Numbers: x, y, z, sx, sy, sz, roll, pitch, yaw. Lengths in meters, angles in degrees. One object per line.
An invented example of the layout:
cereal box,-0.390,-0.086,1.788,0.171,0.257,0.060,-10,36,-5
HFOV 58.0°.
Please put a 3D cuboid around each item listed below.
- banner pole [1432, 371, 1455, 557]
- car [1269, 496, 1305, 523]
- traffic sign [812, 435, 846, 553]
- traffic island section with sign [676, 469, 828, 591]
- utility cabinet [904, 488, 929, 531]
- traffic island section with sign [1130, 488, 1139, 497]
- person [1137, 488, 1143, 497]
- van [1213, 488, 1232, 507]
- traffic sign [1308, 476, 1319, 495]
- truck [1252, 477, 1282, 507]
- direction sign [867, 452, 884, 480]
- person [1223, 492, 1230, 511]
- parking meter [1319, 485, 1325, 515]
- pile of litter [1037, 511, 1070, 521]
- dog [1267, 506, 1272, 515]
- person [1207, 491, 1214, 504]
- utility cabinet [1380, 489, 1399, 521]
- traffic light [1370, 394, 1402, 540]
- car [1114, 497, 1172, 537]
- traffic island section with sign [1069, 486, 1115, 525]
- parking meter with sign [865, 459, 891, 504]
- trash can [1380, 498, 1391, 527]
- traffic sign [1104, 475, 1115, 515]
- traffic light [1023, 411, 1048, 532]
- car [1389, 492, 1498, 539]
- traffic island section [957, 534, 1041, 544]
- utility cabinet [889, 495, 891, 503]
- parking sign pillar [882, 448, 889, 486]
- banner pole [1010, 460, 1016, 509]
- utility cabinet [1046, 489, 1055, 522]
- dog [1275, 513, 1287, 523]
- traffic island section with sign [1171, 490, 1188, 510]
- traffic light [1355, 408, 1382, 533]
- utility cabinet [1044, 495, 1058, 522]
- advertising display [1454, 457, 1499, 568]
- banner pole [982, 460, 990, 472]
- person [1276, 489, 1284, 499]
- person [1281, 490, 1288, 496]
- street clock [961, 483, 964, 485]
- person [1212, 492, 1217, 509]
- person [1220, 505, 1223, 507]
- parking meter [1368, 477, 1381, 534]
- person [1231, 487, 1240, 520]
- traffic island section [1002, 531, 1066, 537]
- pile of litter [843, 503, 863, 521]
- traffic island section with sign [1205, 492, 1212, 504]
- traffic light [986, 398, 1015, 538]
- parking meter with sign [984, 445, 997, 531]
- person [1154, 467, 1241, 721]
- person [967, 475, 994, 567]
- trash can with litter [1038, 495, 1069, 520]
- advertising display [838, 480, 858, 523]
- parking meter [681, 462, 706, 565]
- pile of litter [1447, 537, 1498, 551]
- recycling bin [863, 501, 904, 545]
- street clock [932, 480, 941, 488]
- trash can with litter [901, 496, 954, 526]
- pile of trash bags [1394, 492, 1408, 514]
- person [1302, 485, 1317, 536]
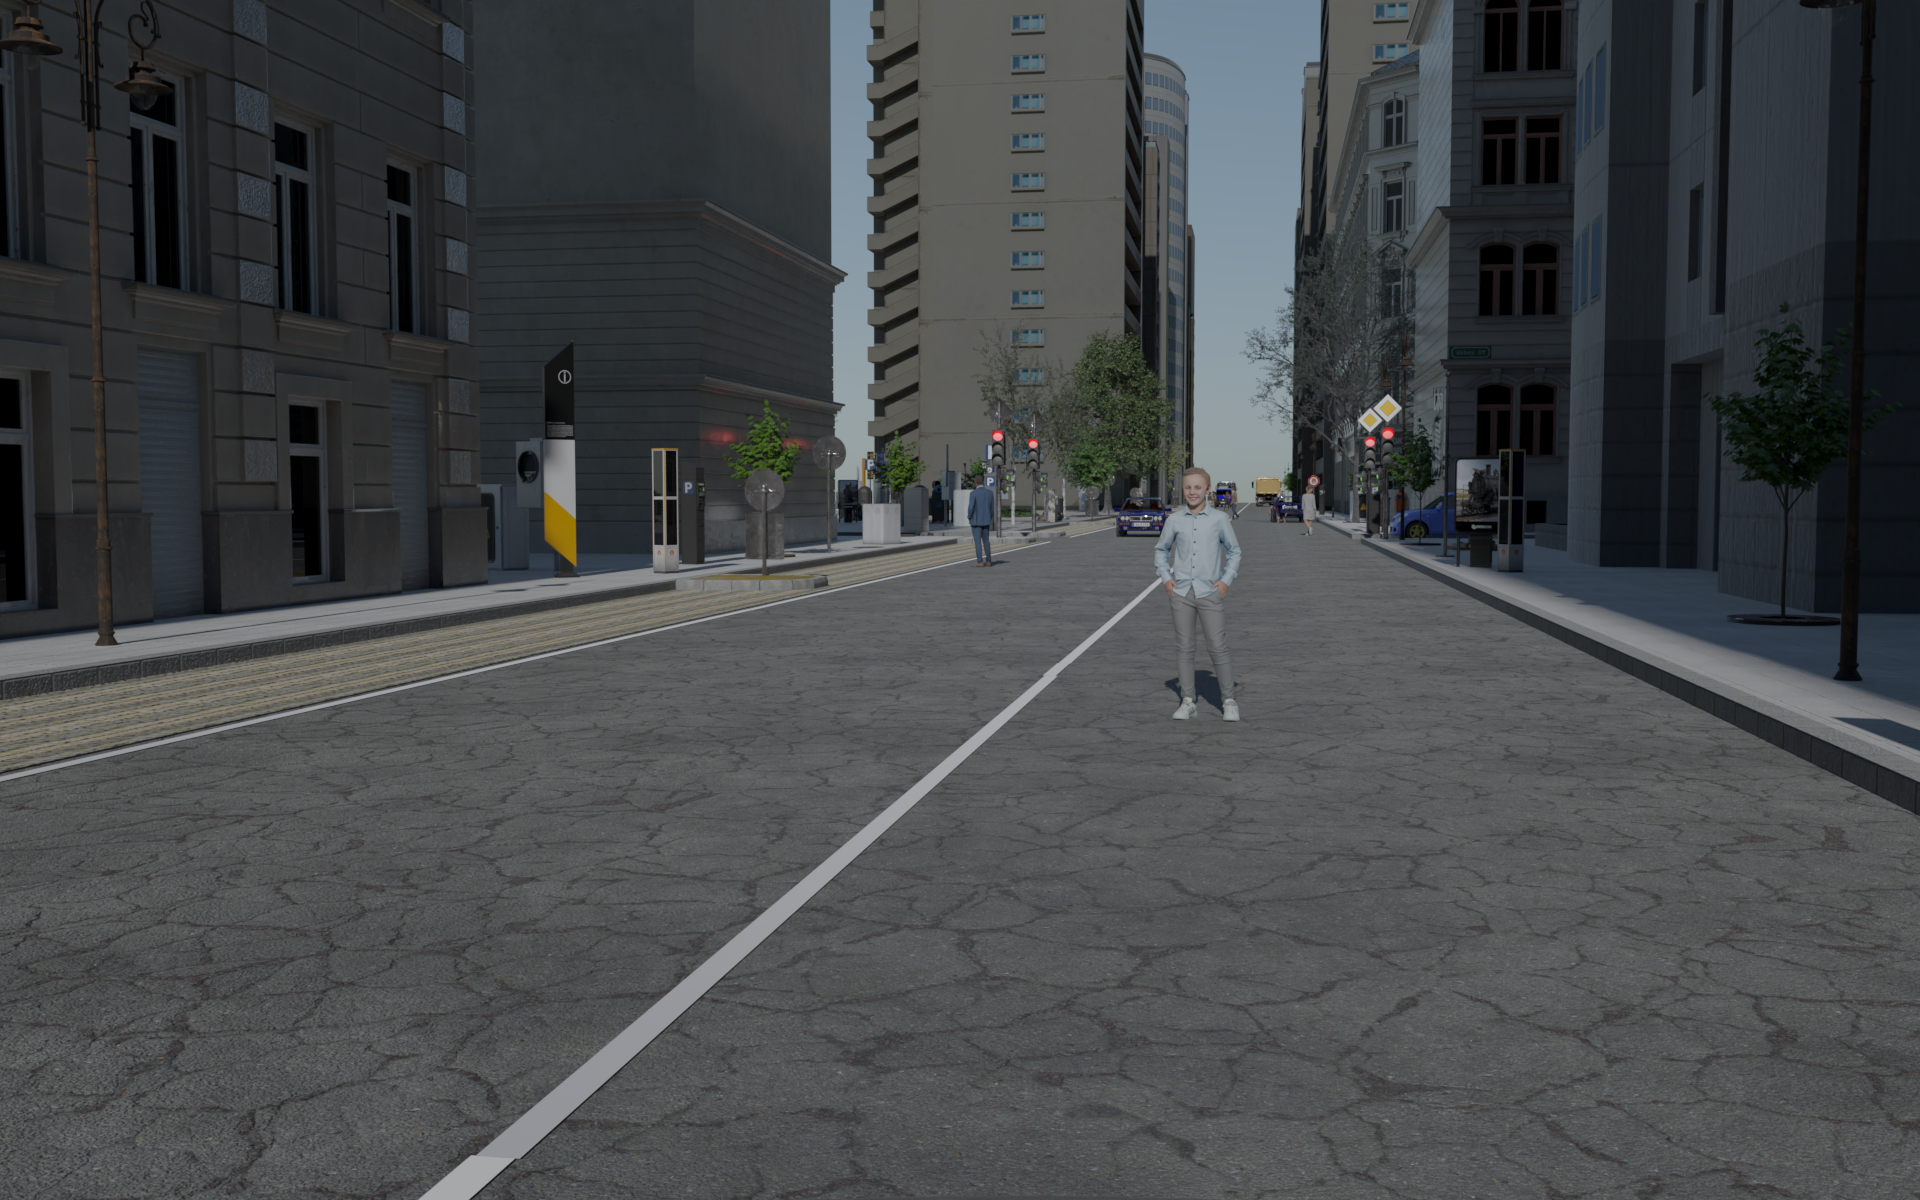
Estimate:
banner pole,9.883,-2.787,35.577,0.401,3.779,0.863,-1,4,-12
car,16.783,-4.646,88.544,1.945,1.354,3.894,1,4,8
traffic sign,-2.848,-2.294,37.619,0.768,2.556,0.104,1,4,14
traffic island section with sign,-3.099,-1.093,26.498,1.989,1.847,2.006,1,4,10
utility cabinet,-1.492,-3.110,59.533,0.318,1.500,1.173,-2,4,-33
traffic island section with sign,10.897,-6.027,107.176,1.989,1.847,2.006,1,4,10
person,9.980,-5.287,95.338,0.834,1.777,0.661,1,4,12
van,28.855,-11.293,189.030,2.240,2.365,5.245,1,4,12
traffic sign,24.271,-7.262,118.842,0.768,2.556,0.104,1,4,19
truck,35.446,-12.462,199.674,3.469,3.379,9.791,1,4,8
direction sign,-4.506,-6.137,92.339,0.876,3.537,0.379,0,4,-8
person,22.497,-8.329,146.153,0.593,1.643,0.415,-1,4,-9
parking meter,22.295,-6.173,106.633,0.255,1.863,0.399,2,4,31
pile of litter,4.862,-4.578,88.811,1.719,0.858,1.176,0,4,6
dog,20.942,-6.156,117.491,0.800,0.831,0.513,0,4,-8
person,29.737,-11.926,203.486,1.348,1.824,0.705,1,4,16
utility cabinet,20.308,-4.509,82.404,0.318,1.500,1.173,-3,4,-37
traffic light,12.015,-3.664,48.835,0.839,4.253,0.868,1,4,10
car,6.241,-2.837,58.972,1.945,1.354,3.894,0,4,8
traffic island section with sign,6.113,-4.340,79.589,1.989,1.847,2.006,1,4,10
parking meter with sign,-3.958,-5.469,85.685,0.543,3.016,1.738,-3,4,-38
trash can,16.665,-3.471,68.407,0.748,1.137,0.748,0,3,0
traffic sign,9.223,-6.554,107.261,0.768,2.556,0.104,1,4,16
traffic light,2.526,-4.259,58.562,0.839,4.253,0.868,1,4,10
car,14.967,-2.637,52.709,3.694,1.707,1.945,1,4,9
traffic island section,1.124,-1.746,50.835,2.009,0.180,2.903,1,4,10
utility cabinet,-5.187,-6.439,116.433,1.020,1.237,0.306,-1,4,-9
parking sign pillar,-4.409,-6.950,102.106,1.447,3.967,1.447,0,4,-3
banner pole,3.846,-8.310,125.885,0.401,3.779,0.863,-2,4,-31
utility cabinet,4.055,-4.238,77.962,0.318,1.500,1.173,0,4,-3
dog,15.700,-3.999,84.679,0.406,0.507,0.540,2,4,31
traffic island section with sign,19.579,-9.088,157.219,1.989,1.847,2.006,1,4,10
traffic light,13.379,-4.146,56.703,0.839,4.253,0.868,1,4,10
utility cabinet,4.193,-4.198,79.798,0.306,1.237,1.020,-1,4,-19
advertising display,9.106,-1.529,30.216,0.974,1.923,0.123,3,5,40
banner pole,1.705,-7.673,115.462,0.863,3.779,0.401,0,4,-8
person,21.072,-6.445,114.270,0.834,1.777,0.661,-3,5,-44
person,29.259,-9.015,156.431,0.750,1.759,0.617,-1,4,-12
street clock,0.118,-7.452,126.413,0.358,2.002,0.471,-2,4,-33
person,21.232,-8.219,144.344,0.415,1.643,0.593,-1,4,-17
person,29.183,-11.278,193.608,0.721,1.735,1.217,3,5,44
parking meter,13.395,-3.077,56.023,0.399,1.863,0.255,1,4,14
person,15.455,-5.456,97.618,0.836,1.842,0.656,-3,5,-42
traffic island section,2.488,-2.228,58.703,2.009,0.180,2.903,1,4,10
pile of litter,-5.175,-4.251,83.472,1.176,0.858,1.719,2,4,27
traffic island section with sign,38.284,-15.690,265.152,1.989,1.847,2.006,1,4,10
traffic light,1.162,-3.778,50.694,0.839,4.253,0.868,1,4,10
parking meter with sign,1.066,-3.916,60.289,0.543,3.016,1.738,0,4,8
person,1.510,-0.045,11.044,0.589,1.601,0.330,2,4,25
person,0.426,-1.548,33.991,0.721,1.800,0.419,-3,5,-41
trash can with litter,4.632,-4.619,86.574,2.233,1.210,1.678,-3,5,-44
advertising display,-5.013,-4.422,77.507,0.974,1.923,0.123,-2,4,-30
parking meter,-4.859,-1.581,31.563,0.399,1.863,0.255,2,4,28
pile of litter,11.776,-1.560,39.477,1.176,0.858,1.719,0,4,-5
recycling bin,-2.005,-1.944,44.346,0.722,1.027,0.722,3,5,40
street clock,-1.252,-5.348,92.003,0.358,2.002,0.471,3,5,43
trash can with litter,-1.140,-3.891,74.667,1.678,1.210,2.233,-3,5,-40
pile of trash bags,21.027,-4.163,77.817,1.912,1.369,3.447,-3,5,-45
person,12.032,-3.079,59.584,0.466,1.731,0.760,-1,4,-10
